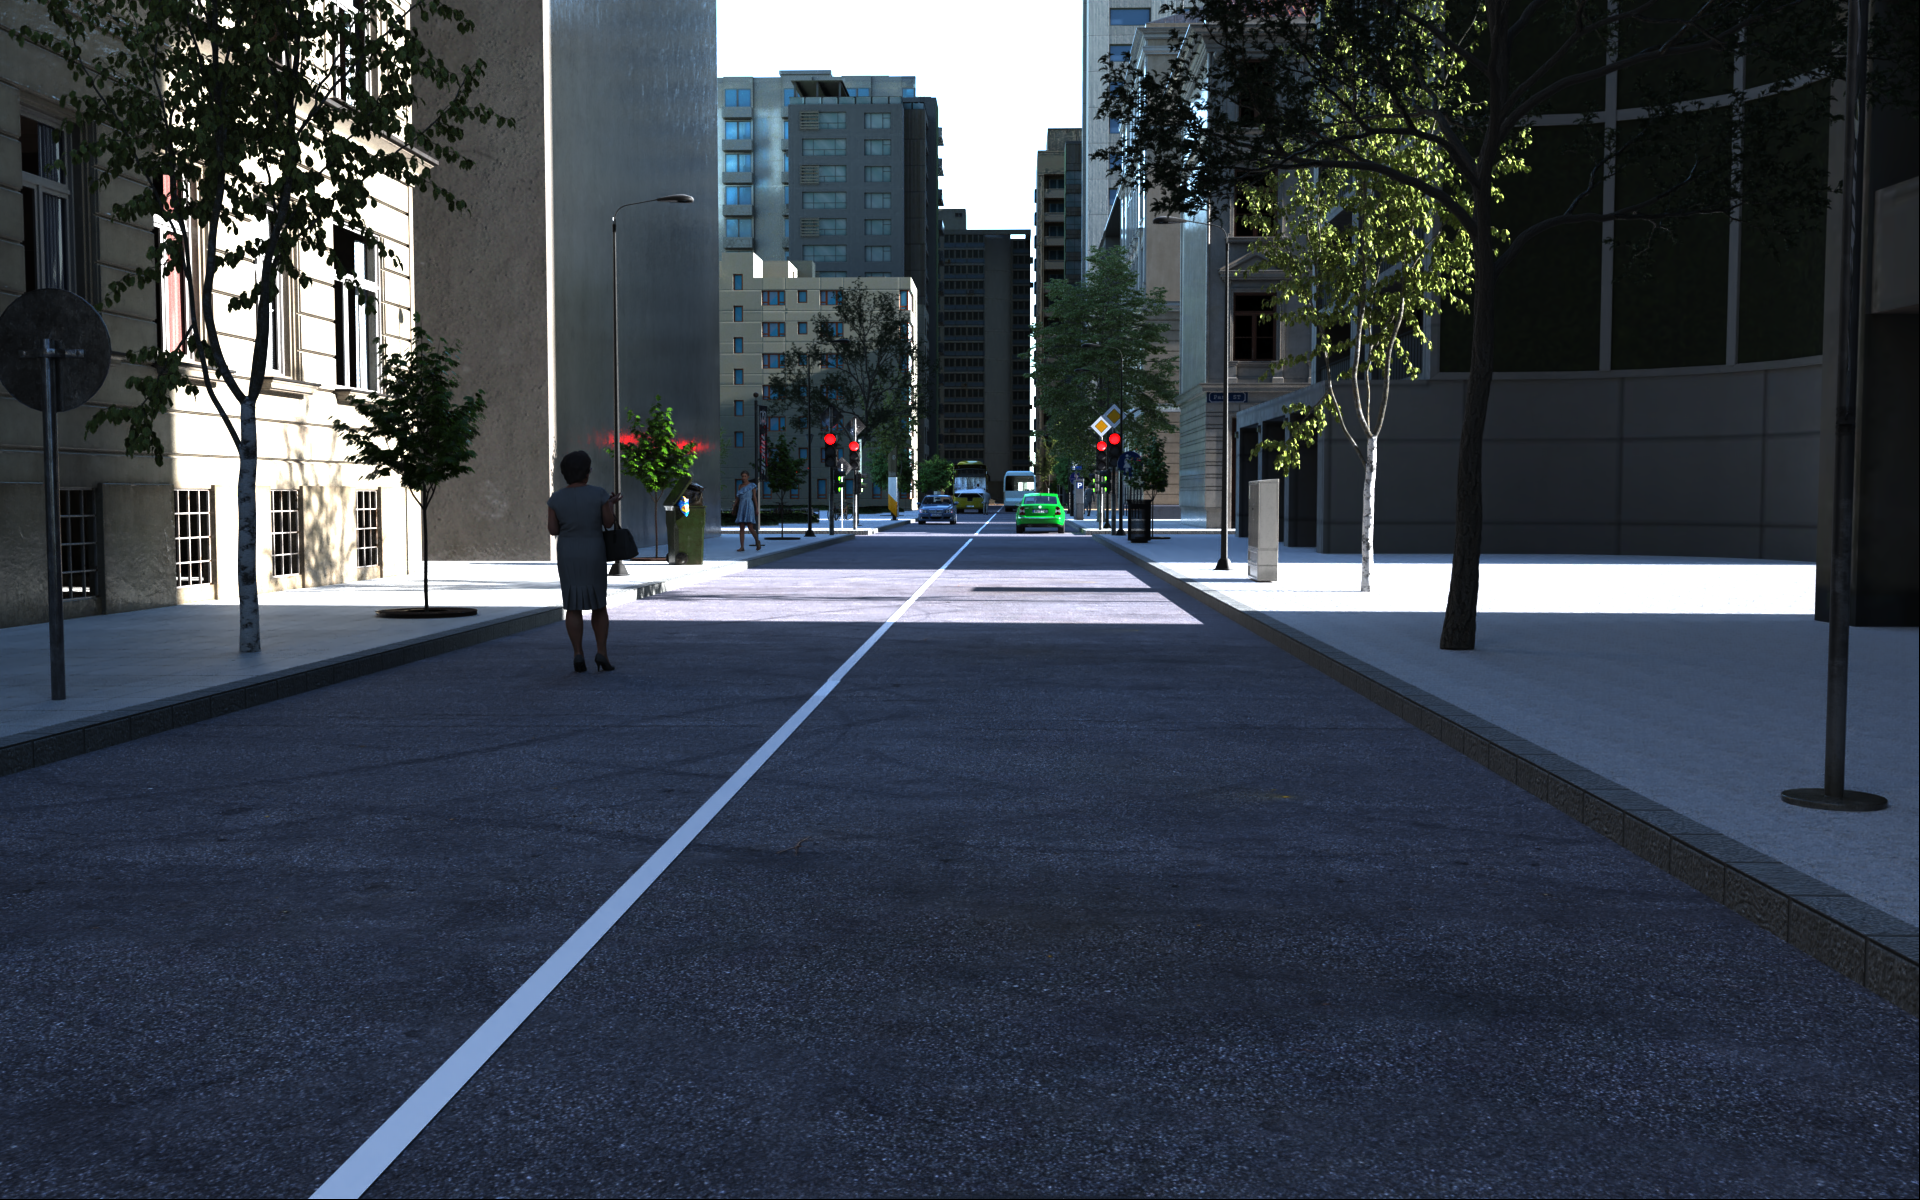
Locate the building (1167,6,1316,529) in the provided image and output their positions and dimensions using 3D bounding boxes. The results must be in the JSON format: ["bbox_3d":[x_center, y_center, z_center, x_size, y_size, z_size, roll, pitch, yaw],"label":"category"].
[{"bbox_3d":[18.986,-14.173,67.893,21.152,22.565,11.583,0,4,2],"label":"building"}]

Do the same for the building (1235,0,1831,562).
[{"bbox_3d":[18.149,-36.762,39.313,20.563,71.187,20.611,0,4,2],"label":"building"}]

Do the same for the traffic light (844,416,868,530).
[{"bbox_3d":[-3.744,-4.471,62.027,0.839,4.253,0.868,0,4,2],"label":"traffic light"}]

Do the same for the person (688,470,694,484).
[{"bbox_3d":[-6.423,-2.138,40.879,0.514,1.842,0.818,-3,5,-43],"label":"person"}]

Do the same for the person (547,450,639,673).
[{"bbox_3d":[-2.962,-0.317,14.038,0.716,1.782,0.532,0,4,-4],"label":"person"}]

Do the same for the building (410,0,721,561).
[{"bbox_3d":[-24.503,-14.550,42.405,34.151,26.468,19.350,0,4,2],"label":"building"}]

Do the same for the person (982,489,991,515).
[{"bbox_3d":[1.844,-6.822,120.231,0.606,1.804,0.583,0,4,3],"label":"person"}]

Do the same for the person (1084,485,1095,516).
[{"bbox_3d":[7.480,-5.791,100.848,0.709,1.813,0.853,-1,4,-19],"label":"person"}]

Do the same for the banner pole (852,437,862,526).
[{"bbox_3d":[-4.070,-4.870,69.637,0.401,3.779,0.863,-1,4,-20],"label":"banner pole"}]

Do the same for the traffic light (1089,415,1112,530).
[{"bbox_3d":[5.013,-4.455,61.766,0.839,4.253,0.868,0,4,2],"label":"traffic light"}]

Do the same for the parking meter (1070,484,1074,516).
[{"bbox_3d":[6.573,-5.781,100.234,0.399,1.863,0.255,-1,4,-14],"label":"parking meter"}]

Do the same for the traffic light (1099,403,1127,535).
[{"bbox_3d":[4.760,-3.967,53.785,0.839,4.253,0.868,0,4,2],"label":"traffic light"}]

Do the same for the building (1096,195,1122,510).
[{"bbox_3d":[17.418,-18.504,121.610,14.314,24.678,30.058,0,4,2],"label":"building"}]

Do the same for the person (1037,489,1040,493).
[{"bbox_3d":[6.117,-7.617,133.211,0.590,1.801,0.661,1,4,11],"label":"person"}]

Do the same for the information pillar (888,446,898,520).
[{"bbox_3d":[-3.271,-5.697,84.502,0.504,3.616,0.183,2,4,31],"label":"information pillar"}]

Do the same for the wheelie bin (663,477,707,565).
[{"bbox_3d":[-4.988,-1.443,31.503,0.693,1.594,0.980,-2,4,-26],"label":"wheelie bin"}]

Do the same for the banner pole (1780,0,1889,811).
[{"bbox_3d":[3.527,-1.031,6.871,0.401,3.779,0.863,2,4,26],"label":"banner pole"}]

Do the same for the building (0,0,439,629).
[{"bbox_3d":[-16.471,-11.025,13.549,16.112,22.955,30.059,0,4,2],"label":"building"}]

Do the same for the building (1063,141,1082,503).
[{"bbox_3d":[19.168,-31.782,203.235,14.154,41.232,14.086,0,4,2],"label":"building"}]

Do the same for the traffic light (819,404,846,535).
[{"bbox_3d":[-3.997,-3.983,54.046,0.839,4.253,0.868,0,4,2],"label":"traffic light"}]

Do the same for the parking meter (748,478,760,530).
[{"bbox_3d":[-7.345,-3.425,61.711,0.399,1.863,0.255,1,4,14],"label":"parking meter"}]

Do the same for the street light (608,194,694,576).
[{"bbox_3d":[-4.828,-3.332,27.023,1.470,5.913,1.316,0,4,2],"label":"street light"}]

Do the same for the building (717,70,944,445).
[{"bbox_3d":[-17.215,-35.430,198.885,30.456,49.044,23.786,0,4,2],"label":"building"}]

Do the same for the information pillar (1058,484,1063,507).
[{"bbox_3d":[7.518,-7.657,129.691,0.304,2.012,0.304,-2,4,-24],"label":"information pillar"}]

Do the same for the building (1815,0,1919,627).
[{"bbox_3d":[18.995,-23.340,5.305,21.300,48.544,21.600,0,4,2],"label":"building"}]

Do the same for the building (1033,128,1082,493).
[{"bbox_3d":[20.687,-37.215,232.172,21.600,48.544,21.300,0,4,2],"label":"building"}]

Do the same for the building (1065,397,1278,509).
[{"bbox_3d":[21.893,-45.653,184.672,20.563,71.187,20.611,0,4,2],"label":"building"}]

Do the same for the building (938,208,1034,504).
[{"bbox_3d":[-1.929,-33.431,238.478,23.993,40.220,32.217,0,4,2],"label":"building"}]

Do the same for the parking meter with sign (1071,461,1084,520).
[{"bbox_3d":[5.871,-5.487,85.971,0.543,3.016,1.738,0,4,-4],"label":"parking meter with sign"}]

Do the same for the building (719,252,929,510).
[{"bbox_3d":[-17.261,-18.835,152.993,27.650,21.520,28.899,0,4,2],"label":"building"}]

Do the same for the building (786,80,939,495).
[{"bbox_3d":[-9.447,-29.970,173.608,14.154,41.232,14.086,0,4,2],"label":"building"}]

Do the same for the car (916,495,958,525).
[{"bbox_3d":[-1.069,-4.346,83.053,2.014,1.417,4.499,0,4,1],"label":"car"}]

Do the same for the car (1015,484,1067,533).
[{"bbox_3d":[3.022,-3.414,64.615,1.959,1.807,4.718,0,4,4],"label":"car"}]

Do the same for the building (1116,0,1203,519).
[{"bbox_3d":[15.754,-18.996,96.486,13.634,28.700,20.117,0,4,2],"label":"building"}]

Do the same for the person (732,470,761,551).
[{"bbox_3d":[-4.799,-1.997,38.794,0.616,1.811,0.778,2,4,29],"label":"person"}]

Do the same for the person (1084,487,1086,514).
[{"bbox_3d":[7.612,-6.205,108.065,0.524,1.755,0.480,2,4,33],"label":"person"}]

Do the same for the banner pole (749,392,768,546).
[{"bbox_3d":[-4.941,-3.236,42.923,0.401,3.779,0.863,1,4,20],"label":"banner pole"}]

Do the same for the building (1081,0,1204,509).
[{"bbox_3d":[21.791,-37.837,160.636,21.231,58.520,28.212,0,4,2],"label":"building"}]
